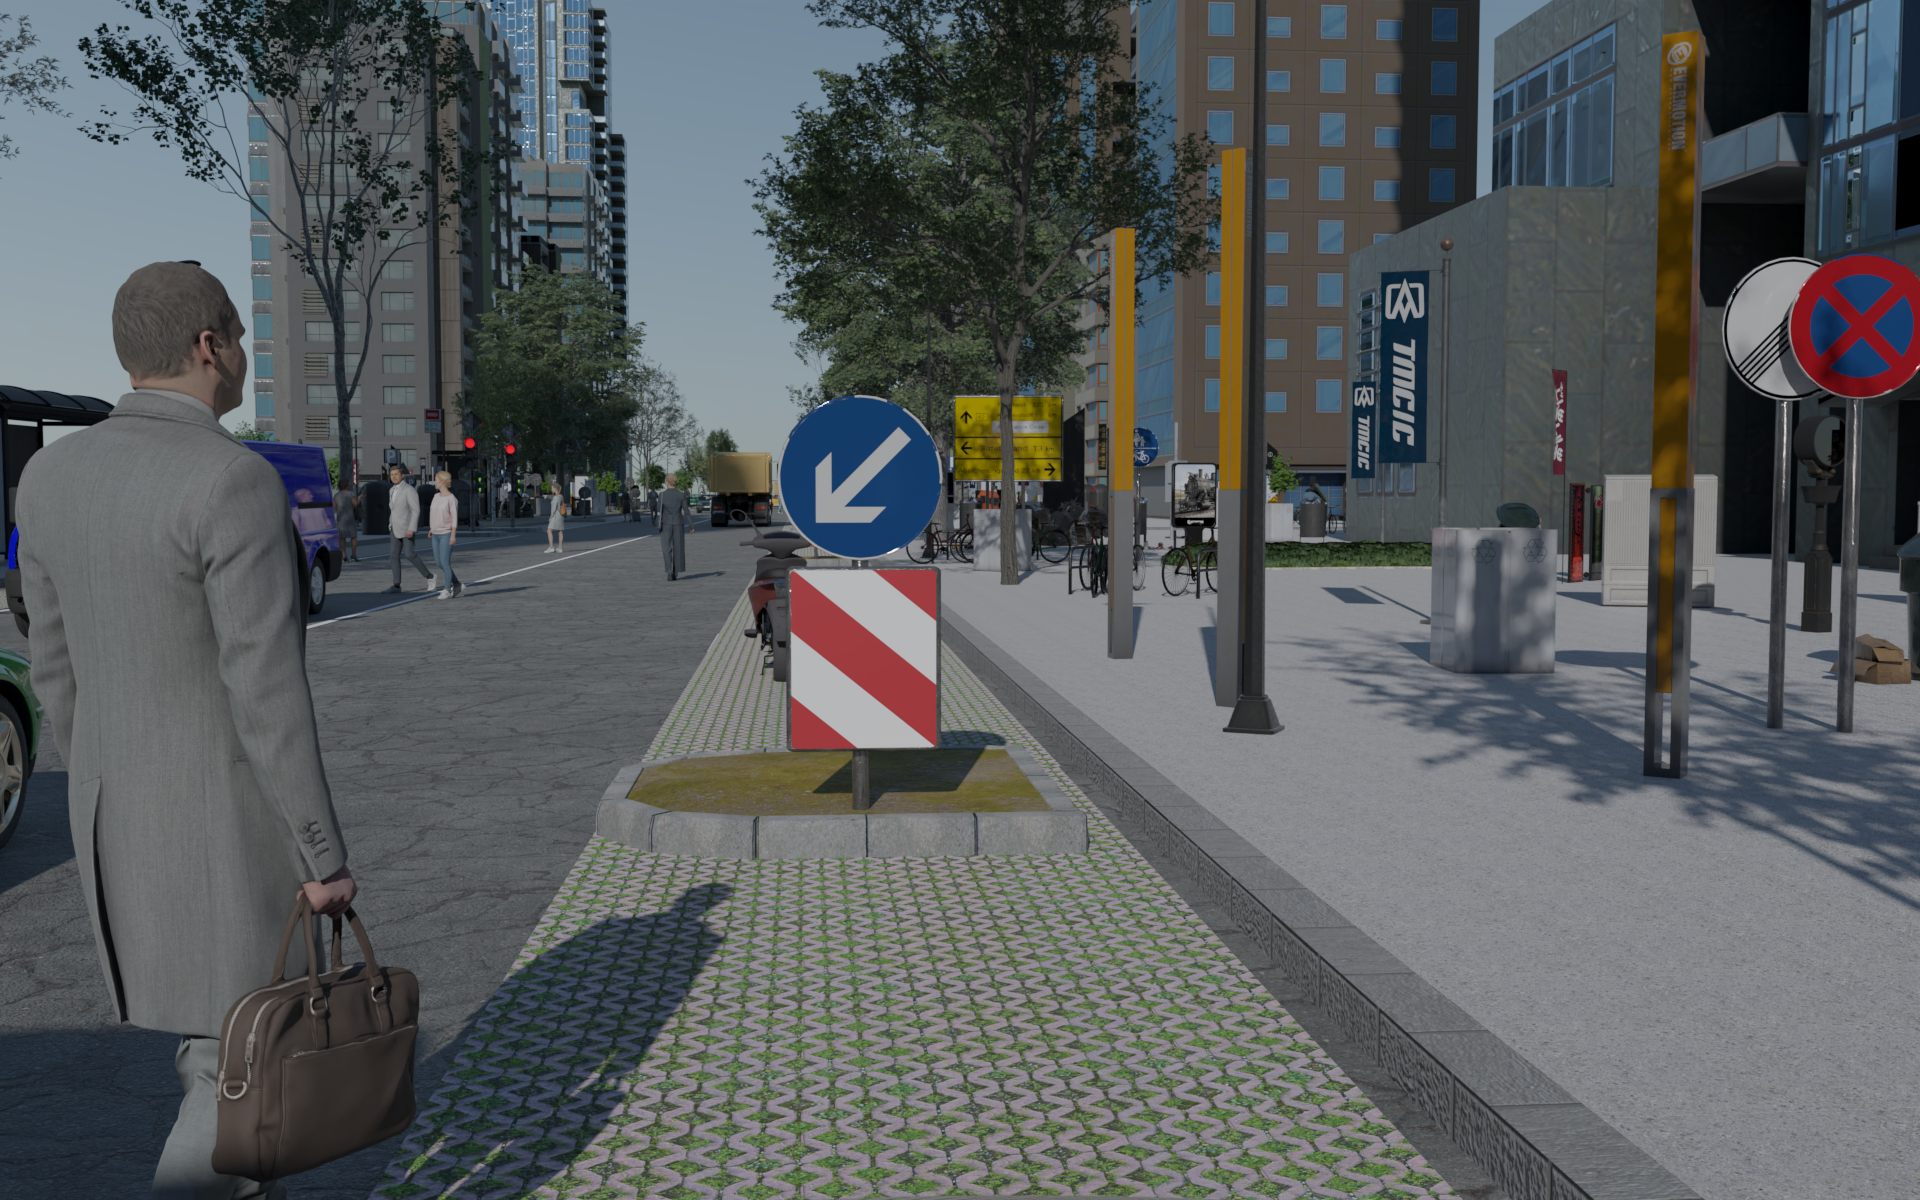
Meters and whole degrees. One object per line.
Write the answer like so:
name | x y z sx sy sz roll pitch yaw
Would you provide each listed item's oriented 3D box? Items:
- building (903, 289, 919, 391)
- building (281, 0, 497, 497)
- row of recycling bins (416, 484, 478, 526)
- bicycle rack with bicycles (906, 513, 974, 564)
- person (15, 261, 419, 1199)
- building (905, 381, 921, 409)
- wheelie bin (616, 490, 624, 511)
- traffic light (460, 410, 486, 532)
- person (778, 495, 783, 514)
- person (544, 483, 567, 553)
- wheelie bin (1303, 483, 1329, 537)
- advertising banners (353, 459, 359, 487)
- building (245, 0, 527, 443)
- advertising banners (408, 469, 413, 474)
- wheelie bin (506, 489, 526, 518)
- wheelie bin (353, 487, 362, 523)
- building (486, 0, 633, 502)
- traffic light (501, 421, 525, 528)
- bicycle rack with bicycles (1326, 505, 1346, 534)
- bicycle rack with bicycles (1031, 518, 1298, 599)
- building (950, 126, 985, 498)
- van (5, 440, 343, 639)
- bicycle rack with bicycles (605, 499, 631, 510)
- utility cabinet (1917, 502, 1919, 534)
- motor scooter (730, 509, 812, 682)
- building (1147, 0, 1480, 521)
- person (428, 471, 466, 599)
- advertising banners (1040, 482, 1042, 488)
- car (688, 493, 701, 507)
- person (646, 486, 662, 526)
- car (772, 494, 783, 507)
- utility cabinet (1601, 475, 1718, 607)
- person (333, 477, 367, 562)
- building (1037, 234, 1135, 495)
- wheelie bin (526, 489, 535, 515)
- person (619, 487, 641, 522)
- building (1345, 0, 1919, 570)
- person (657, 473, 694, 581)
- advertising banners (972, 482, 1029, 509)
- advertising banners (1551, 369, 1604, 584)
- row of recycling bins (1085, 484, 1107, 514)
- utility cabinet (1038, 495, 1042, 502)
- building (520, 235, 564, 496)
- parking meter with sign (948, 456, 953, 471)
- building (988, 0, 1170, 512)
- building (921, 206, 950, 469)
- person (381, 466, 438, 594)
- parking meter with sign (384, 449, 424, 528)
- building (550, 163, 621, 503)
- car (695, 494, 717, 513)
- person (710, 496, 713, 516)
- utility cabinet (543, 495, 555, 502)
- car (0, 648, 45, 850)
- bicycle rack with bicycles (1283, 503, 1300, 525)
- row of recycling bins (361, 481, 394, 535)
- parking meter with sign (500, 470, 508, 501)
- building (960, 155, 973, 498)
building | -2.864 -37.419 295.399 14.154 41.232 14.086 0 4 -5
building | -47.715 -28.282 146.002 14.154 41.232 14.086 0 4 -5
row of recycling bins | -20.897 -3.874 70.456 1.069 1.692 3.534 1 4 18
bicycle rack with bicycles | 0.634 -1.168 32.477 2.925 0.926 2.852 1 4 10
person | -1.236 0.348 2.908 0.694 1.812 0.767 2 4 28
building | 5.907 -26.312 275.248 27.650 21.520 28.899 0 4 -5
wheelie bin | -25.859 -7.611 132.347 0.693 1.594 0.980 -3 4 -36
traffic light | -16.391 -4.240 58.247 0.839 4.253 0.868 0 4 -5
person | -13.116 -7.160 126.405 0.643 1.720 0.563 -3 4 -37
person | -9.888 -2.018 42.497 0.522 1.701 0.512 0 4 8
wheelie bin | 10.594 -2.672 51.596 0.693 1.594 0.980 1 4 20
advertising banners | -29.314 -5.453 85.341 2.074 3.025 0.090 3 4 37
building | -54.298 -33.510 167.493 23.786 49.044 30.456 0 4 -5
advertising banners | -39.365 -7.696 122.011 2.074 3.025 0.090 1 4 21
wheelie bin | -23.612 -5.123 91.664 0.693 1.594 0.980 -2 4 -33
wheelie bin | -27.102 -4.286 77.986 0.980 1.594 0.693 2 4 35
building | -64.127 -59.140 279.604 22.319 86.520 31.000 0 4 -5
traffic light | -17.106 -4.727 66.200 0.839 4.253 0.868 0 4 -5
bicycle rack with bicycles | 12.922 -2.576 55.495 2.852 0.926 2.925 0 4 -6
bicycle rack with bicycles | 2.417 -0.546 22.310 2.852 0.926 2.925 2 4 32
building | 5.745 -31.502 198.655 14.154 41.232 14.086 0 4 -5
van | -8.469 -0.892 18.965 2.240 2.365 5.245 0 4 -4
bicycle rack with bicycles | -27.307 -7.728 139.732 2.852 0.926 2.925 -2 4 -30
utility cabinet | 11.425 -0.517 19.611 0.306 1.237 1.020 -3 5 -41
motor scooter | -1.418 -0.063 13.807 0.815 1.314 1.986 0 4 -6
building | 16.959 -26.808 88.415 14.200 45.320 14.600 0 4 -5
person | -7.032 -0.891 23.735 0.731 1.740 0.598 2 4 30
advertising banners | 3.091 -4.762 74.054 0.090 3.025 2.074 -3 4 -37
car | -26.419 -10.015 172.534 1.959 1.807 4.718 0 4 -5
person | -13.913 -4.289 78.740 0.709 1.813 0.853 -3 4 -36
car | -18.243 -9.927 172.525 2.015 1.641 3.980 0 4 -5
utility cabinet | 7.925 -0.671 19.651 1.173 1.500 0.318 1 4 16
person | -12.882 -1.704 36.714 0.716 1.782 0.532 1 4 10
building | 21.458 -17.478 130.808 27.650 21.520 28.899 0 4 -5
wheelie bin | -26.833 -6.112 107.837 0.693 1.594 0.980 2 4 29
person | -16.813 -4.855 88.094 0.699 1.804 1.509 -2 4 -31
building | 22.963 -43.870 29.954 22.319 86.520 31.000 0 4 -5
person | -4.724 -1.207 28.650 0.576 1.772 0.534 -2 4 -34
advertising banners | 1.408 -3.722 57.040 2.074 3.025 0.090 1 4 18
advertising banners | 8.951 -1.766 25.062 0.090 3.025 2.074 3 5 41
row of recycling bins | 5.426 -3.906 70.970 1.069 1.692 3.534 -3 4 -37
utility cabinet | 5.090 -5.853 106.854 0.306 1.237 1.020 2 4 33
building | -51.851 -25.655 191.152 14.160 30.474 14.107 0 4 -5
parking meter with sign | -0.464 -5.145 80.387 0.543 3.016 1.738 -1 4 -13
building | 9.830 -30.914 155.559 14.600 45.320 14.200 0 4 -5
building | 1.721 -36.758 251.108 14.600 45.320 14.200 0 4 -5
person | -8.019 -1.027 25.134 0.661 1.843 0.795 3 5 41
parking meter with sign | -21.420 -4.317 66.848 1.738 3.016 0.543 2 4 33
building | -62.211 -38.564 250.125 23.786 49.044 30.456 0 4 -5
car | -18.977 -7.405 130.853 2.009 1.686 4.222 0 4 -5
person | -15.543 -5.864 108.628 0.306 1.304 0.590 -1 4 -15
utility cabinet | -26.142 -6.056 110.170 0.306 1.237 1.020 1 4 16
car | -4.550 0.211 5.339 1.959 1.807 4.718 0 4 -5
bicycle rack with bicycles | 12.944 -3.521 70.953 2.925 0.926 2.852 2 4 27
row of recycling bins | -18.656 -2.973 55.727 1.069 1.692 3.534 -1 4 -15
parking meter with sign | -32.130 -7.693 122.037 0.543 3.016 1.738 -2 4 -33
building | 7.539 -32.654 184.002 14.600 45.320 14.200 0 4 -5
